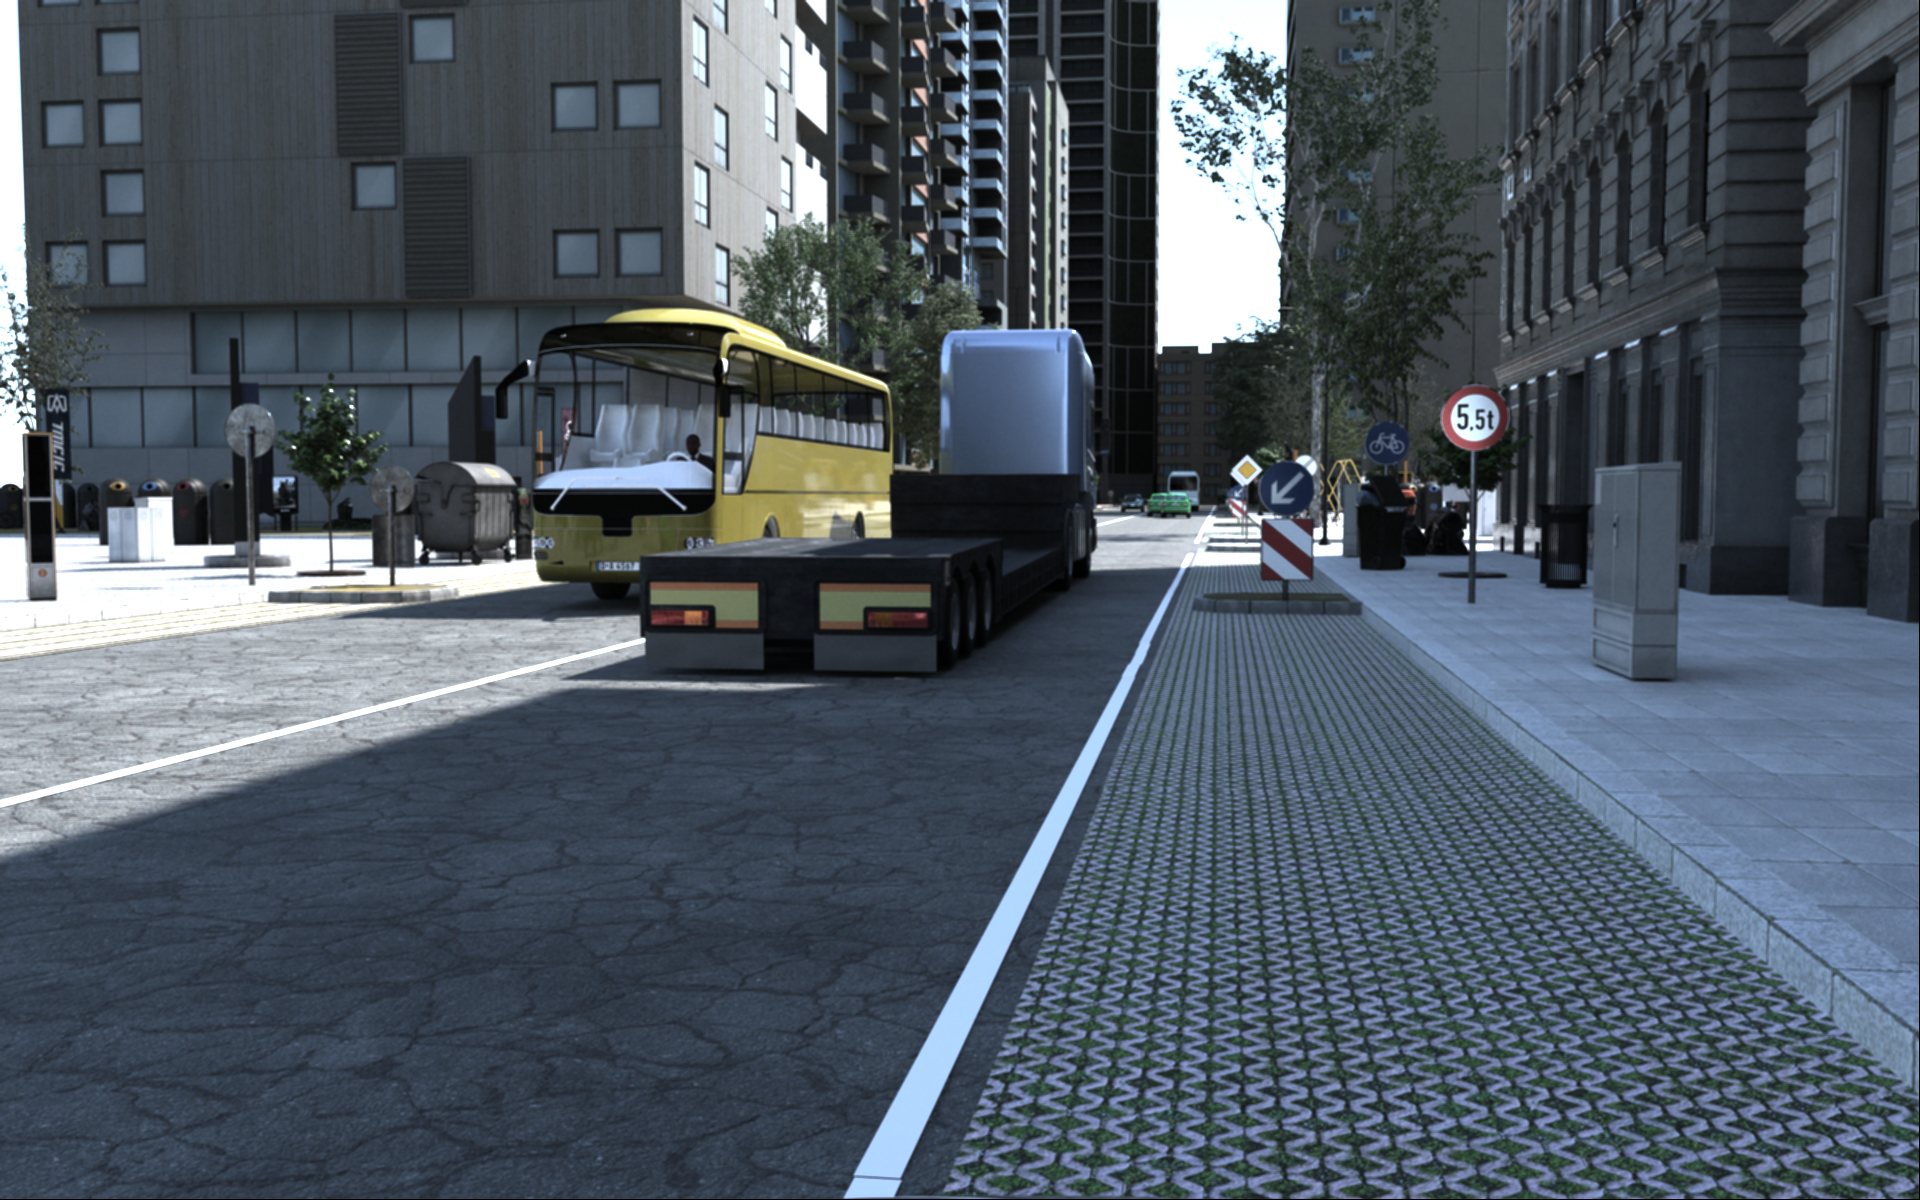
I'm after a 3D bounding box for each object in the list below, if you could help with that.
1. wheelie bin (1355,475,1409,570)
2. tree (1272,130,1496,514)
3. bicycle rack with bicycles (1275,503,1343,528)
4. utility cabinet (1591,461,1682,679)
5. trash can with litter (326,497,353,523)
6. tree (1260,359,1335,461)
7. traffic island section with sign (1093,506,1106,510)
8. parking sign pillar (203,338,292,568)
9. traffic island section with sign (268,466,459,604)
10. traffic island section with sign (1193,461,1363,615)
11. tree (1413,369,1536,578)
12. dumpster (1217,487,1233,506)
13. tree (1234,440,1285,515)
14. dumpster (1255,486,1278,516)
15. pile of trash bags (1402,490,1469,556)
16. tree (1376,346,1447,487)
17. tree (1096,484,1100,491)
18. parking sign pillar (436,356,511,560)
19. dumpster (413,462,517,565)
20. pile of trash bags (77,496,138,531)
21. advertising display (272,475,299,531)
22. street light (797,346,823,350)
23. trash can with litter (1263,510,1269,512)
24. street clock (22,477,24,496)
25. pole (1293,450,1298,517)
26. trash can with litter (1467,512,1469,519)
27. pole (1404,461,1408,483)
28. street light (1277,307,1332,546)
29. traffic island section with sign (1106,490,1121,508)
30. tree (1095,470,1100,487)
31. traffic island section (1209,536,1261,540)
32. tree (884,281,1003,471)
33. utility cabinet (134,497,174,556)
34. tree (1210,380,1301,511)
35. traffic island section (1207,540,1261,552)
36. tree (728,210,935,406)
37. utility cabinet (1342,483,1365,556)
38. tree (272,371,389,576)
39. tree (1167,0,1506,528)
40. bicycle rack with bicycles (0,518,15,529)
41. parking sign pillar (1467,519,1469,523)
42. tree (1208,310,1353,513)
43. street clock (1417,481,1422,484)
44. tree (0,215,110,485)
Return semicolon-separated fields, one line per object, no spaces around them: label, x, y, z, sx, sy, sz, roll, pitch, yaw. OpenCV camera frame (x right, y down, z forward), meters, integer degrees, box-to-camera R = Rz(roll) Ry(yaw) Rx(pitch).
wheelie bin;7.130;-1.317;29.436;0.980;1.594;0.693;-2;4;-35
tree;8.458;-5.144;34.466;4.737;8.622;4.395;0;3;0
bicycle rack with bicycles;13.528;-3.268;66.810;2.925;0.926;2.852;-1;4;-11
utility cabinet;4.800;-0.225;12.364;0.318;1.500;1.173;0;4;7
trash can with litter;-22.907;-3.205;63.796;1.055;1.170;0.624;-1;4;-23
tree;18.320;-8.877;95.495;4.360;8.622;3.978;0;3;0
traffic island section with sign;11.742;-8.895;154.065;1.989;1.847;2.006;1;4;9
parking sign pillar;-12.656;-2.581;30.664;1.447;3.967;1.447;-1;4;-22
traffic island section with sign;-7.944;-0.908;23.471;1.989;1.847;2.006;1;4;9
traffic island section with sign;3.905;-0.784;21.441;1.989;1.847;2.006;1;4;9
tree;7.965;-1.978;26.944;1.663;3.219;1.824;0;3;0
dumpster;30.532;-11.897;199.460;1.985;2.255;1.502;0;4;7
tree;19.113;-7.444;105.423;4.285;4.588;4.351;0;3;0
dumpster;18.191;-6.096;102.170;1.502;2.255;1.985;1;4;9
pile of trash bags;9.854;-1.701;37.572;1.912;1.369;3.447;0;4;6
tree;22.385;-8.243;85.133;4.360;8.622;3.978;0;3;0
tree;13.705;-11.517;182.905;1.663;3.219;1.824;0;3;0
parking sign pillar;-9.699;-2.810;34.412;1.447;3.967;1.447;-3;5;-39
dumpster;-9.101;-1.598;31.881;1.264;1.857;1.865;1;4;8
pile of trash bags;-29.193;-3.106;60.531;3.447;1.369;1.912;2;4;33
advertising display;-23.430;-3.360;60.143;0.974;1.923;0.123;1;4;15
street light;-4.981;-5.006;54.386;1.470;5.913;1.316;1;4;9
trash can with litter;22.464;-6.987;125.626;1.055;1.170;0.624;1;4;13
street clock;-39.109;-4.155;72.510;0.358;2.002;0.471;-2;4;-30
pole;15.450;-5.259;79.829;0.158;3.312;0.155;0;3;0
trash can with litter;27.598;-4.841;90.202;2.233;1.210;1.678;1;4;14
pole;27.321;-6.873;106.217;0.158;3.312;0.155;0;3;0
street light;8.580;-4.320;43.170;1.470;5.913;1.316;1;4;9
traffic island section with sign;15.759;-10.526;180.721;1.989;1.847;2.006;1;4;9
tree;13.466;-12.467;187.553;4.285;4.588;4.351;0;3;0
traffic island section;8.447;-1.796;51.650;2.009;0.180;2.903;1;4;9
tree;-0.699;-10.678;92.715;7.486;12.596;7.792;0;3;0
utility cabinet;-16.660;-1.507;35.803;0.306;1.237;1.020;0;4;3
tree;22.801;-11.980;130.291;8.767;10.594;7.601;1;4;18
traffic island section;7.257;-1.313;43.754;2.009;0.180;2.903;1;4;9
tree;-4.999;-8.360;62.435;9.928;11.665;9.643;0;3;0
utility cabinet;8.119;-1.649;35.648;0.318;1.500;1.173;1;4;22
tree;-9.830;-2.004;27.369;1.663;3.219;1.824;0;3;0
tree;14.417;-12.684;63.278;12.611;20.169;13.585;0;3;0
bicycle rack with bicycles;-35.981;-2.991;62.285;2.925;0.926;2.852;0;4;-7
parking sign pillar;22.987;-5.354;76.004;1.447;3.967;1.447;-2;4;-30
tree;21.910;-13.044;119.917;9.857;13.997;8.962;0;3;0
street clock;25.826;-5.677;97.394;0.358;2.002;0.471;0;4;4
tree;-24.201;-5.799;45.170;4.360;8.622;3.978;0;3;0
